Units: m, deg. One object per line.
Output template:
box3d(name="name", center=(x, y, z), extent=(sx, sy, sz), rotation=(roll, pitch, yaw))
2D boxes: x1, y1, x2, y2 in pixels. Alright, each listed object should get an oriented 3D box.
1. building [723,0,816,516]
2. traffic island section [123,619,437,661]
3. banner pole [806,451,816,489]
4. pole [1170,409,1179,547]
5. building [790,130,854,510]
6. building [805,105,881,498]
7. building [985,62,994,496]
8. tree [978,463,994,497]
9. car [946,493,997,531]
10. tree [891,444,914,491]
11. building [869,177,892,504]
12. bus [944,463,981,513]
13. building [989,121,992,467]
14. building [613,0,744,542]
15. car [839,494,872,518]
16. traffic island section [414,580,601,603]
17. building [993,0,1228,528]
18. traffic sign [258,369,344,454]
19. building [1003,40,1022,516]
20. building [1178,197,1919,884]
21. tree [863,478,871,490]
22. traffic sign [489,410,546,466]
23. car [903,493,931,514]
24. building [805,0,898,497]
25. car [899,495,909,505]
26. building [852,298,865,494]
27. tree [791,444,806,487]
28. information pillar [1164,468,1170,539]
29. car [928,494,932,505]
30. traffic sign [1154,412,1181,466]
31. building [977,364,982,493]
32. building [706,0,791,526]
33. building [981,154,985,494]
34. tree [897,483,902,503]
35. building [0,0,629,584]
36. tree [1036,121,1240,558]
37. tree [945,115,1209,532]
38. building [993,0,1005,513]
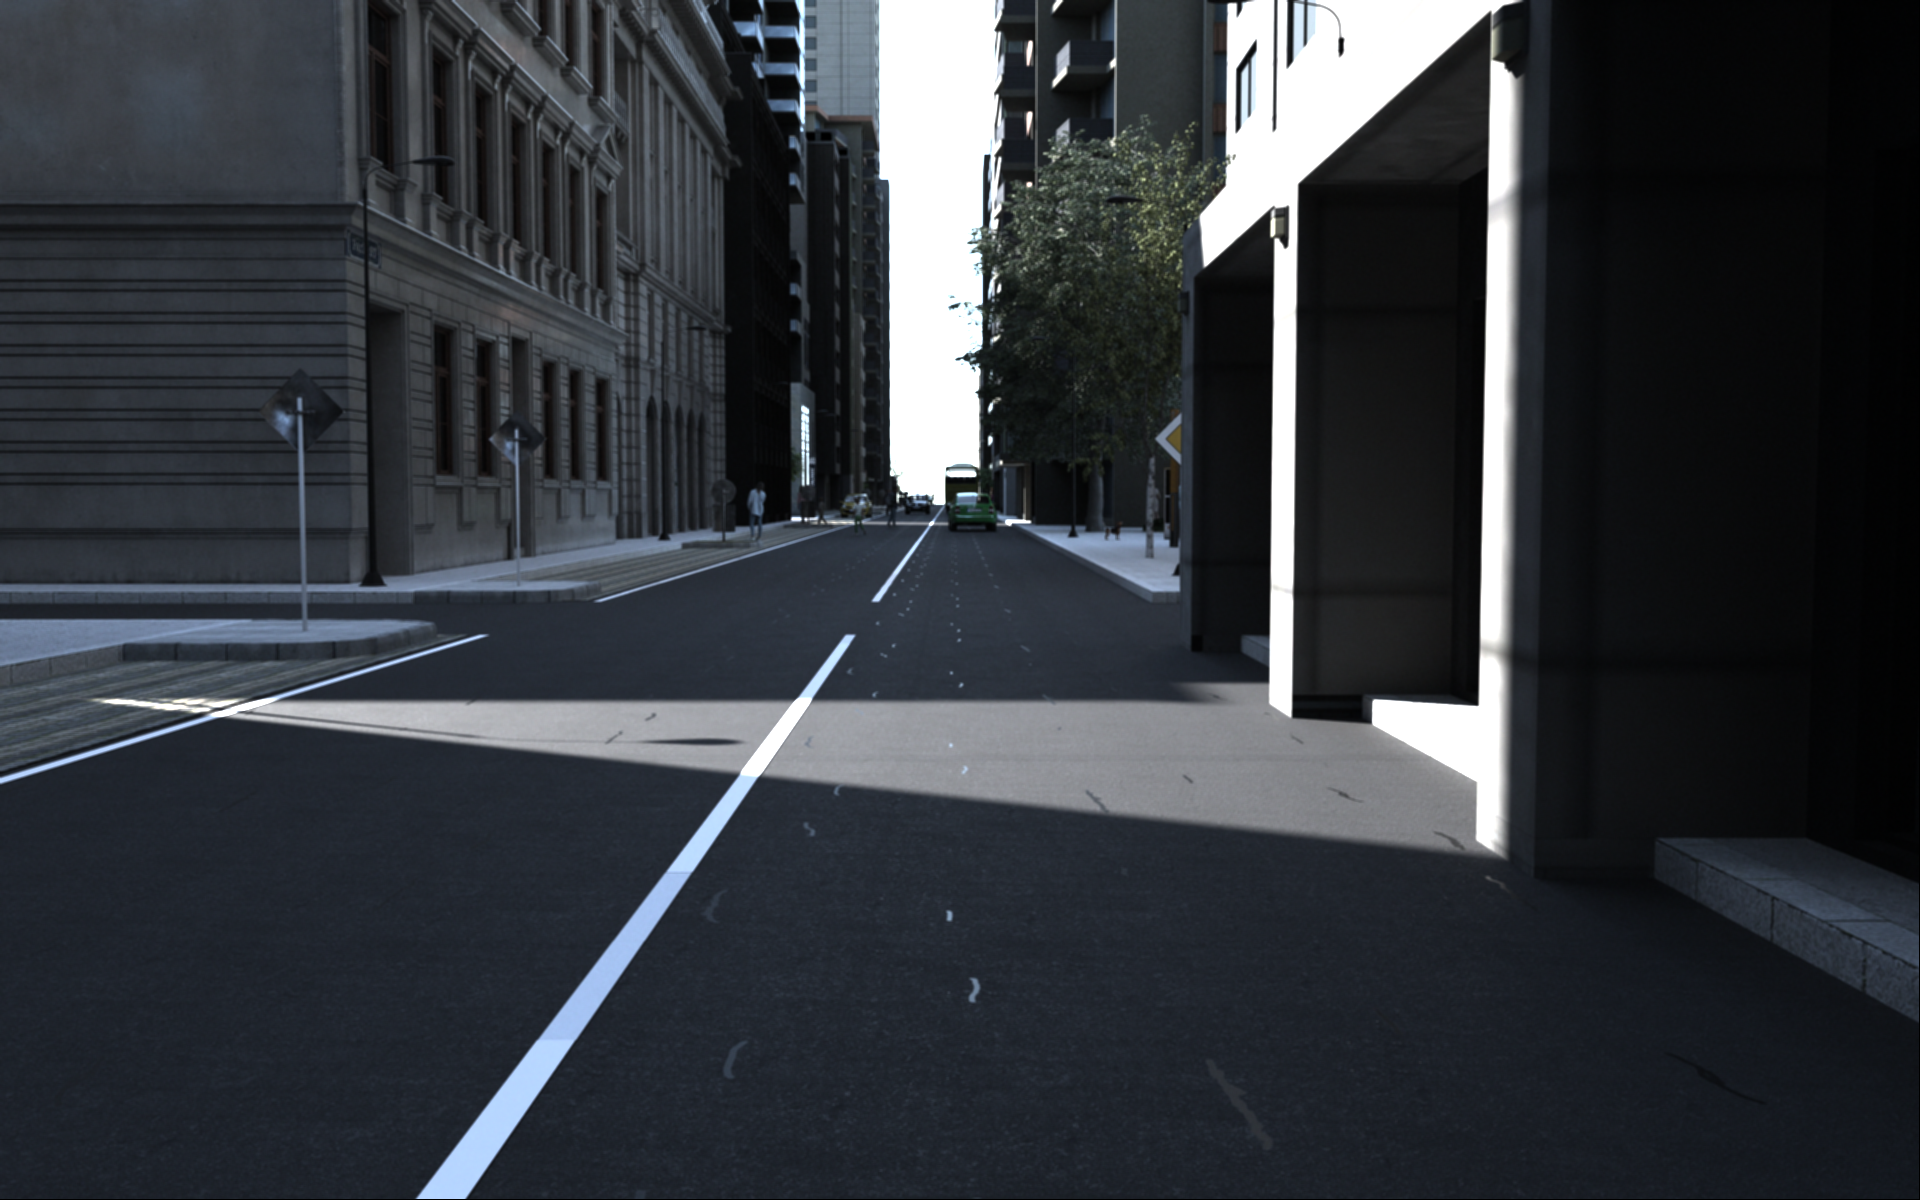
box3d(name="building", center=(-20.428, -48.965, 113.250), extent=(22.319, 86.520, 31.000), rotation=(0, 4, 0))
box3d(name="traffic island section", center=(-6.169, 0.370, 16.228), extent=(2.009, 0.180, 2.903), rotation=(0, 4, 0))
box3d(name="banner pole", center=(-8.608, -6.683, 99.285), extent=(0.863, 3.779, 0.401), rotation=(1, 4, 18))
box3d(name="pole", center=(5.162, -2.925, 41.664), extent=(0.158, 3.312, 0.155), rotation=(0, 3, 0))
box3d(name="building", center=(-15.939, -22.407, 138.053), extent=(14.160, 30.474, 14.107), rotation=(0, 4, 0))
box3d(name="building", center=(-20.388, -33.153, 196.668), extent=(22.147, 44.769, 28.867), rotation=(0, 4, 0))
box3d(name="building", center=(10.177, -31.664, 167.821), extent=(14.600, 45.320, 14.200), rotation=(0, 4, 0))
box3d(name="tree", center=(3.228, -12.166, 182.626), extent=(4.285, 4.588, 4.351), rotation=(0, 3, 0))
box3d(name="car", center=(0.462, -3.625, 68.057), extent=(1.959, 1.807, 4.718), rotation=(0, 4, -2))
box3d(name="tree", center=(-9.005, -18.426, 251.634), extent=(4.360, 8.622, 3.978), rotation=(0, 3, 0))
box3d(name="building", center=(-15.965, -32.699, 218.230), extent=(14.154, 41.232, 14.086), rotation=(0, 4, 0))
box3d(name="bus", center=(0.185, -8.759, 134.763), extent=(2.896, 3.916, 12.252), rotation=(0, 4, 1))
box3d(name="building", center=(14.600, -35.476, 199.644), extent=(23.786, 49.044, 30.456), rotation=(0, 4, 0))
box3d(name="building", center=(-15.060, -13.120, 56.320), extent=(13.314, 21.916, 24.055), rotation=(0, 4, 0))
box3d(name="car", center=(-6.319, -5.836, 105.645), extent=(2.015, 1.641, 3.980), rotation=(0, 4, 1))
box3d(name="traffic island section", center=(-6.202, -0.118, 24.213), extent=(2.009, 0.180, 2.903), rotation=(0, 4, 0))
box3d(name="building", center=(12.705, -25.936, 78.675), extent=(22.147, 44.769, 28.867), rotation=(0, 4, 0))
box3d(name="traffic sign", center=(-6.145, -0.854, 16.161), extent=(0.795, 2.593, 0.064), rotation=(0, 4, 0))
box3d(name="building", center=(9.702, -20.595, 108.431), extent=(14.160, 30.474, 14.107), rotation=(0, 4, 0))
box3d(name="building", center=(12.342, -34.611, 4.138), extent=(20.563, 71.187, 20.611), rotation=(0, 4, 0))
box3d(name="tree", center=(-9.899, -11.104, 176.155), extent=(1.663, 3.219, 1.824), rotation=(0, 3, 0))
box3d(name="traffic sign", center=(-6.178, -1.343, 24.146), extent=(0.795, 2.593, 0.064), rotation=(0, 4, 0))
box3d(name="car", center=(-3.057, -7.061, 125.226), extent=(2.009, 1.686, 4.222), rotation=(0, 4, 1))
box3d(name="building", center=(-18.908, -48.732, 235.020), extent=(20.563, 71.187, 20.611), rotation=(0, 4, 0))
box3d(name="car", center=(-6.751, -12.400, 215.317), extent=(1.945, 1.354, 3.894), rotation=(0, 4, -2))
box3d(name="building", center=(-23.306, -19.249, 159.759), extent=(27.650, 21.520, 28.899), rotation=(0, 4, 0))
box3d(name="tree", center=(-9.649, -6.433, 88.897), extent=(4.285, 4.588, 4.351), rotation=(0, 3, 0))
box3d(name="information pillar", center=(5.925, -2.722, 49.003), extent=(0.304, 2.012, 0.304), rotation=(0, 4, 6))
box3d(name="car", center=(-4.546, -13.689, 232.615), extent=(1.959, 1.807, 4.718), rotation=(0, 4, 1))
box3d(name="traffic sign", center=(3.116, -1.344, 24.164), extent=(0.795, 2.593, 0.064), rotation=(0, 4, 0))
box3d(name="building", center=(16.423, -24.449, 244.782), extent=(27.650, 21.520, 28.899), rotation=(0, 4, 0))
box3d(name="building", center=(-14.371, -15.077, 76.185), extent=(12.332, 23.373, 15.834), rotation=(0, 4, 0))
box3d(name="building", center=(9.780, -35.010, 222.519), extent=(14.600, 45.320, 14.200), rotation=(0, 4, 0))
box3d(name="tree", center=(-9.180, -16.211, 259.656), extent=(1.663, 3.219, 1.824), rotation=(0, 3, 0))
box3d(name="building", center=(-13.707, -12.085, 33.743), extent=(11.583, 22.565, 21.152), rotation=(0, 4, 0))
box3d(name="tree", center=(3.743, -5.161, 34.750), extent=(4.737, 8.622, 4.395), rotation=(0, 3, 0))
box3d(name="tree", center=(4.491, -9.294, 58.618), extent=(9.857, 13.997, 8.962), rotation=(0, 3, 0))
box3d(name="building", center=(13.353, -30.704, 125.715), extent=(21.300, 48.544, 21.600), rotation=(0, 4, 0))
